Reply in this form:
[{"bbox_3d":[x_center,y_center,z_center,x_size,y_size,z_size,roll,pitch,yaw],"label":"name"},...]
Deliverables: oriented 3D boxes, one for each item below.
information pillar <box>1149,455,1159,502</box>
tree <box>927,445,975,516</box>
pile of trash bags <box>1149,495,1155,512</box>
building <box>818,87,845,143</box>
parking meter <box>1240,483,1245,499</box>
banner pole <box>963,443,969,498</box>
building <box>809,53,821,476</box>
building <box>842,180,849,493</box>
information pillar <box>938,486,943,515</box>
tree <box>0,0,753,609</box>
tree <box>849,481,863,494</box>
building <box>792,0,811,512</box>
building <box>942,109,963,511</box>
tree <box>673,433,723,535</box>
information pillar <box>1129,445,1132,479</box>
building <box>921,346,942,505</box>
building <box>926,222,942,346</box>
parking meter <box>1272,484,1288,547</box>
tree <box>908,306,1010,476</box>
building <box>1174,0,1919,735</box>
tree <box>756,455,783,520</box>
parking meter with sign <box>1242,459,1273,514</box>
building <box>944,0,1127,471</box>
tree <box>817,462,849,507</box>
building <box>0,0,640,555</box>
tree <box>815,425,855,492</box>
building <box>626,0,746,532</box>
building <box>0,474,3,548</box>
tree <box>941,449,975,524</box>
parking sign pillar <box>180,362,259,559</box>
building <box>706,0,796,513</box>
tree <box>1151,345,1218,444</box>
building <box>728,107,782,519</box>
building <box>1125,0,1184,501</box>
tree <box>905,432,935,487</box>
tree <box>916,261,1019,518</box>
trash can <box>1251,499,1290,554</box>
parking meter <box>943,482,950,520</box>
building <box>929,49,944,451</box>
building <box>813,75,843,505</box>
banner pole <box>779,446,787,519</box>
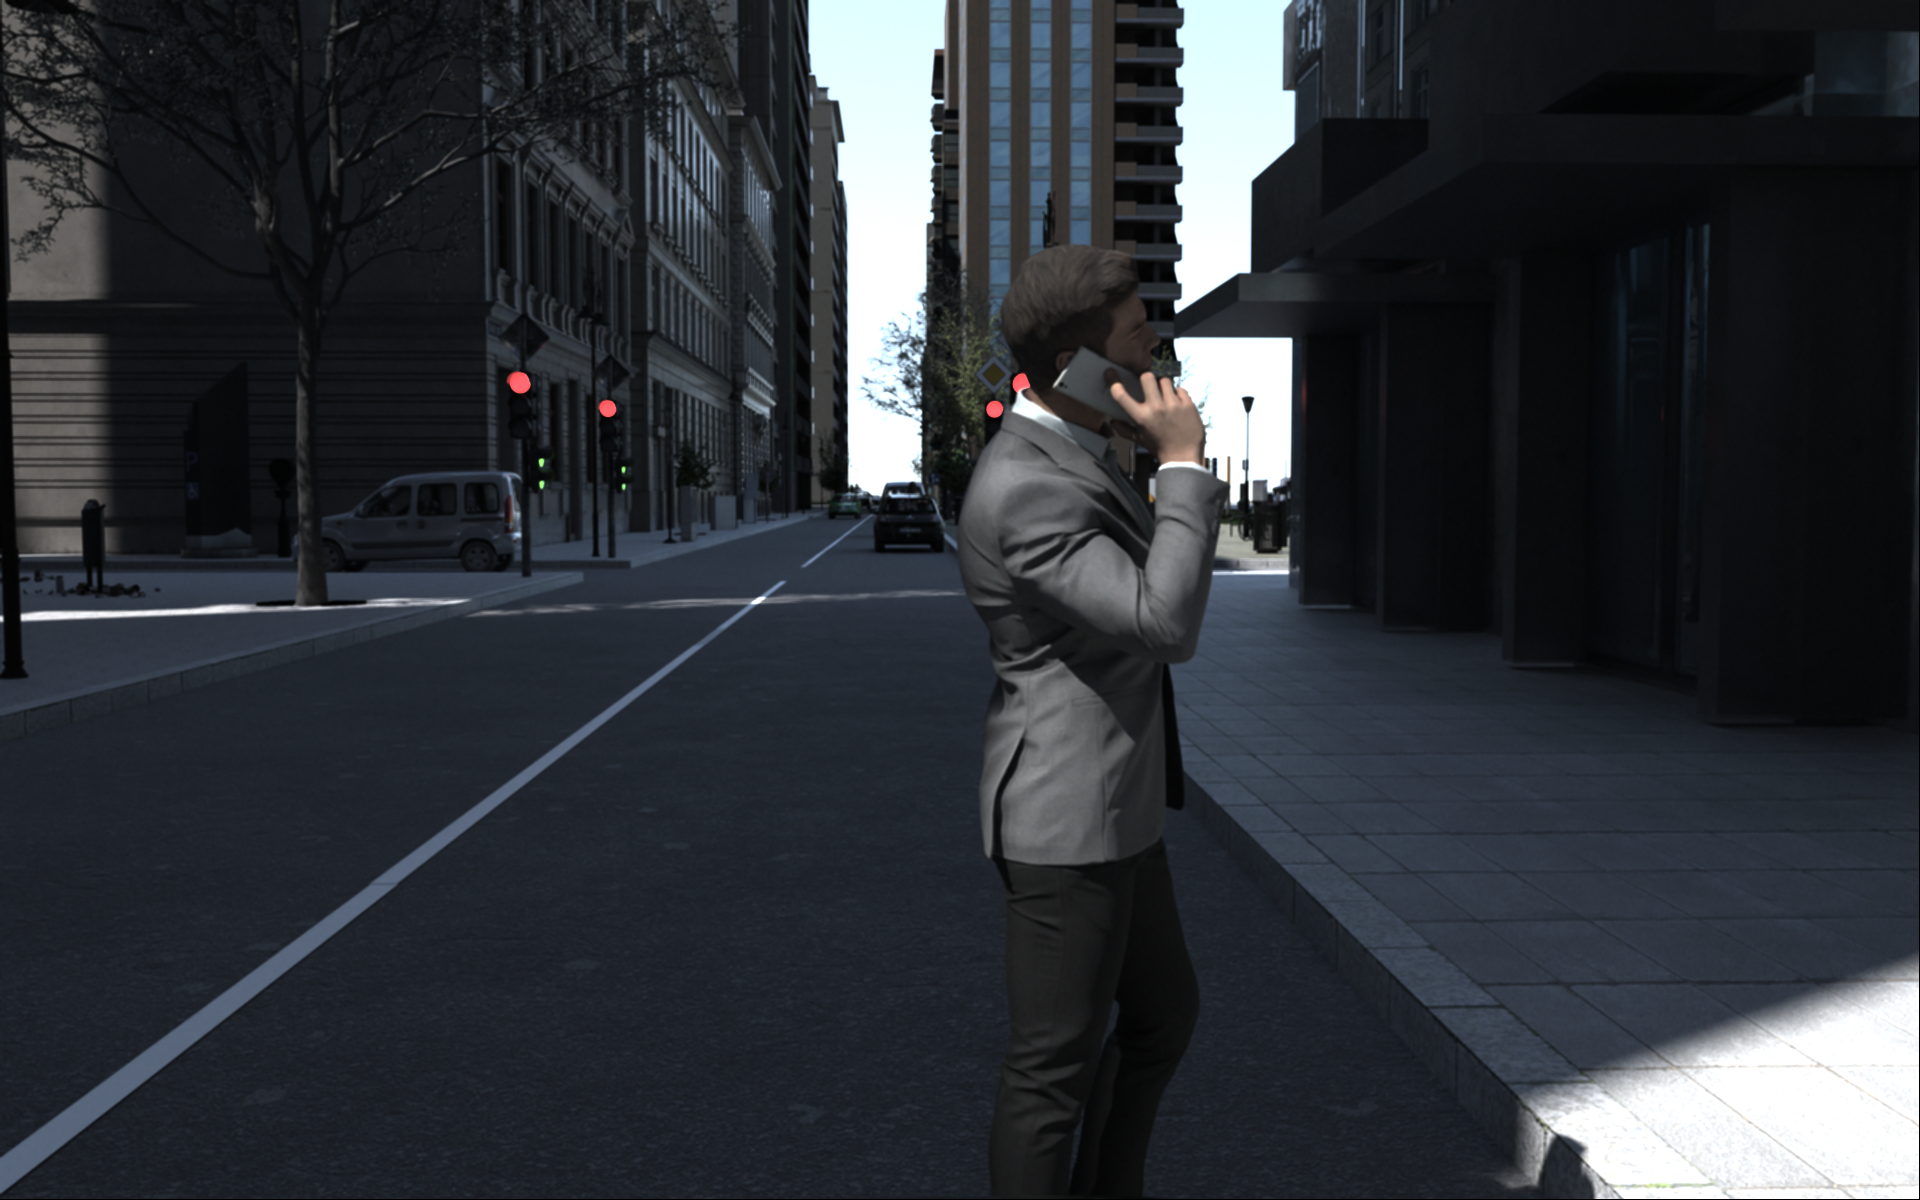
[{"bbox_3d":[10.259,-6.123,91.473,0.504,3.616,0.183,-1,4,-12],"label":"information pillar"},{"bbox_3d":[-0.402,-7.310,103.224,4.285,4.588,4.351,0,3,0],"label":"tree"},{"bbox_3d":[6.560,-3.283,63.430,1.912,1.369,3.447,1,4,8],"label":"pile of trash bags"},{"bbox_3d":[-29.780,-39.094,228.424,28.713,52.752,27.495,0,4,-2],"label":"building"},{"bbox_3d":[15.178,-5.338,92.995,0.255,1.863,0.399,2,4,25],"label":"parking meter"},{"bbox_3d":[0.287,-5.806,84.952,0.401,3.779,0.863,-1,4,-22],"label":"banner pole"},{"bbox_3d":[-25.091,-33.038,159.774,23.786,49.044,30.456,0,4,-2],"label":"building"},{"bbox_3d":[-27.333,-38.499,253.155,21.300,48.544,21.600,0,4,-2],"label":"building"},{"bbox_3d":[-1.182,-6.375,108.722,0.304,2.012,0.304,-1,4,-12],"label":"information pillar"},{"bbox_3d":[-7.555,-6.690,19.748,12.009,13.543,11.850,0,3,0],"label":"tree"},{"bbox_3d":[-15.463,-16.161,258.840,1.663,3.219,1.824,0,3,0],"label":"tree"},{"bbox_3d":[-22.818,-31.203,133.873,21.300,48.544,21.600,0,4,-2],"label":"building"},{"bbox_3d":[5.586,-22.135,133.610,14.160,30.474,14.107,0,4,-2],"label":"building"},{"bbox_3d":[-8.553,-3.663,54.498,1.663,3.219,1.824,0,3,0],"label":"tree"},{"bbox_3d":[8.188,-5.611,83.098,0.183,3.616,0.504,1,4,9],"label":"information pillar"},{"bbox_3d":[9.135,-22.788,217.630,27.650,21.520,28.899,0,4,-2],"label":"building"},{"bbox_3d":[1.845,-35.389,262.201,14.154,41.232,14.086,0,4,-2],"label":"building"},{"bbox_3d":[7.764,-2.057,42.036,0.372,1.533,0.369,0,3,0],"label":"parking meter"},{"bbox_3d":[0.332,-7.126,66.870,4.737,8.622,4.395,0,3,0],"label":"tree"},{"bbox_3d":[14.562,-23.892,10.251,23.786,49.044,30.456,0,4,-2],"label":"building"},{"bbox_3d":[-9.555,-5.535,85.104,1.663,3.219,1.824,0,3,0],"label":"tree"},{"bbox_3d":[14.971,-5.516,86.448,1.738,3.016,0.543,3,4,39],"label":"parking meter with sign"},{"bbox_3d":[5.719,-30.436,147.746,14.600,45.320,14.200,0,4,-2],"label":"building"},{"bbox_3d":[-13.138,-11.935,178.844,4.285,4.588,4.351,0,3,0],"label":"tree"},{"bbox_3d":[-15.397,-12.828,45.889,11.583,22.565,21.152,0,4,-2],"label":"building"},{"bbox_3d":[-13.522,-14.297,184.126,4.360,8.622,3.978,0,3,0],"label":"tree"},{"bbox_3d":[-18.148,-14.561,71.355,16.112,22.955,30.059,0,4,-2],"label":"building"},{"bbox_3d":[-30.632,-12.870,40.098,15.834,23.373,12.332,0,4,-2],"label":"building"},{"bbox_3d":[-0.153,-4.847,73.852,1.663,3.219,1.824,0,3,0],"label":"tree"},{"bbox_3d":[-14.923,-2.833,34.797,1.447,3.967,1.447,1,4,23],"label":"parking sign pillar"},{"bbox_3d":[-18.591,-26.457,116.167,14.154,41.232,14.086,0,4,-2],"label":"building"},{"bbox_3d":[10.637,-8.342,86.757,4.737,8.622,4.395,0,3,0],"label":"tree"},{"bbox_3d":[-16.072,-16.361,96.380,11.050,23.489,19.941,0,4,-2],"label":"building"},{"bbox_3d":[7.063,-28.649,118.523,14.600,45.320,14.200,0,4,-2],"label":"building"},{"bbox_3d":[-4.188,-15.170,198.387,4.360,8.622,3.978,0,3,0],"label":"tree"},{"bbox_3d":[-0.515,-11.107,91.966,12.009,13.543,11.850,0,3,0],"label":"tree"},{"bbox_3d":[6.658,-1.579,37.472,0.748,1.137,0.748,0,3,0],"label":"trash can"},{"bbox_3d":[-0.670,-4.858,85.137,0.255,1.863,0.399,2,4,27],"label":"parking meter"},{"bbox_3d":[8.171,-31.552,170.502,22.147,44.769,28.867,0,4,-2],"label":"building"},{"bbox_3d":[-25.284,-35.504,204.193,21.300,48.544,21.600,0,4,-2],"label":"building"},{"bbox_3d":[-9.299,-6.121,90.102,0.401,3.779,0.863,1,4,14],"label":"banner pole"}]
